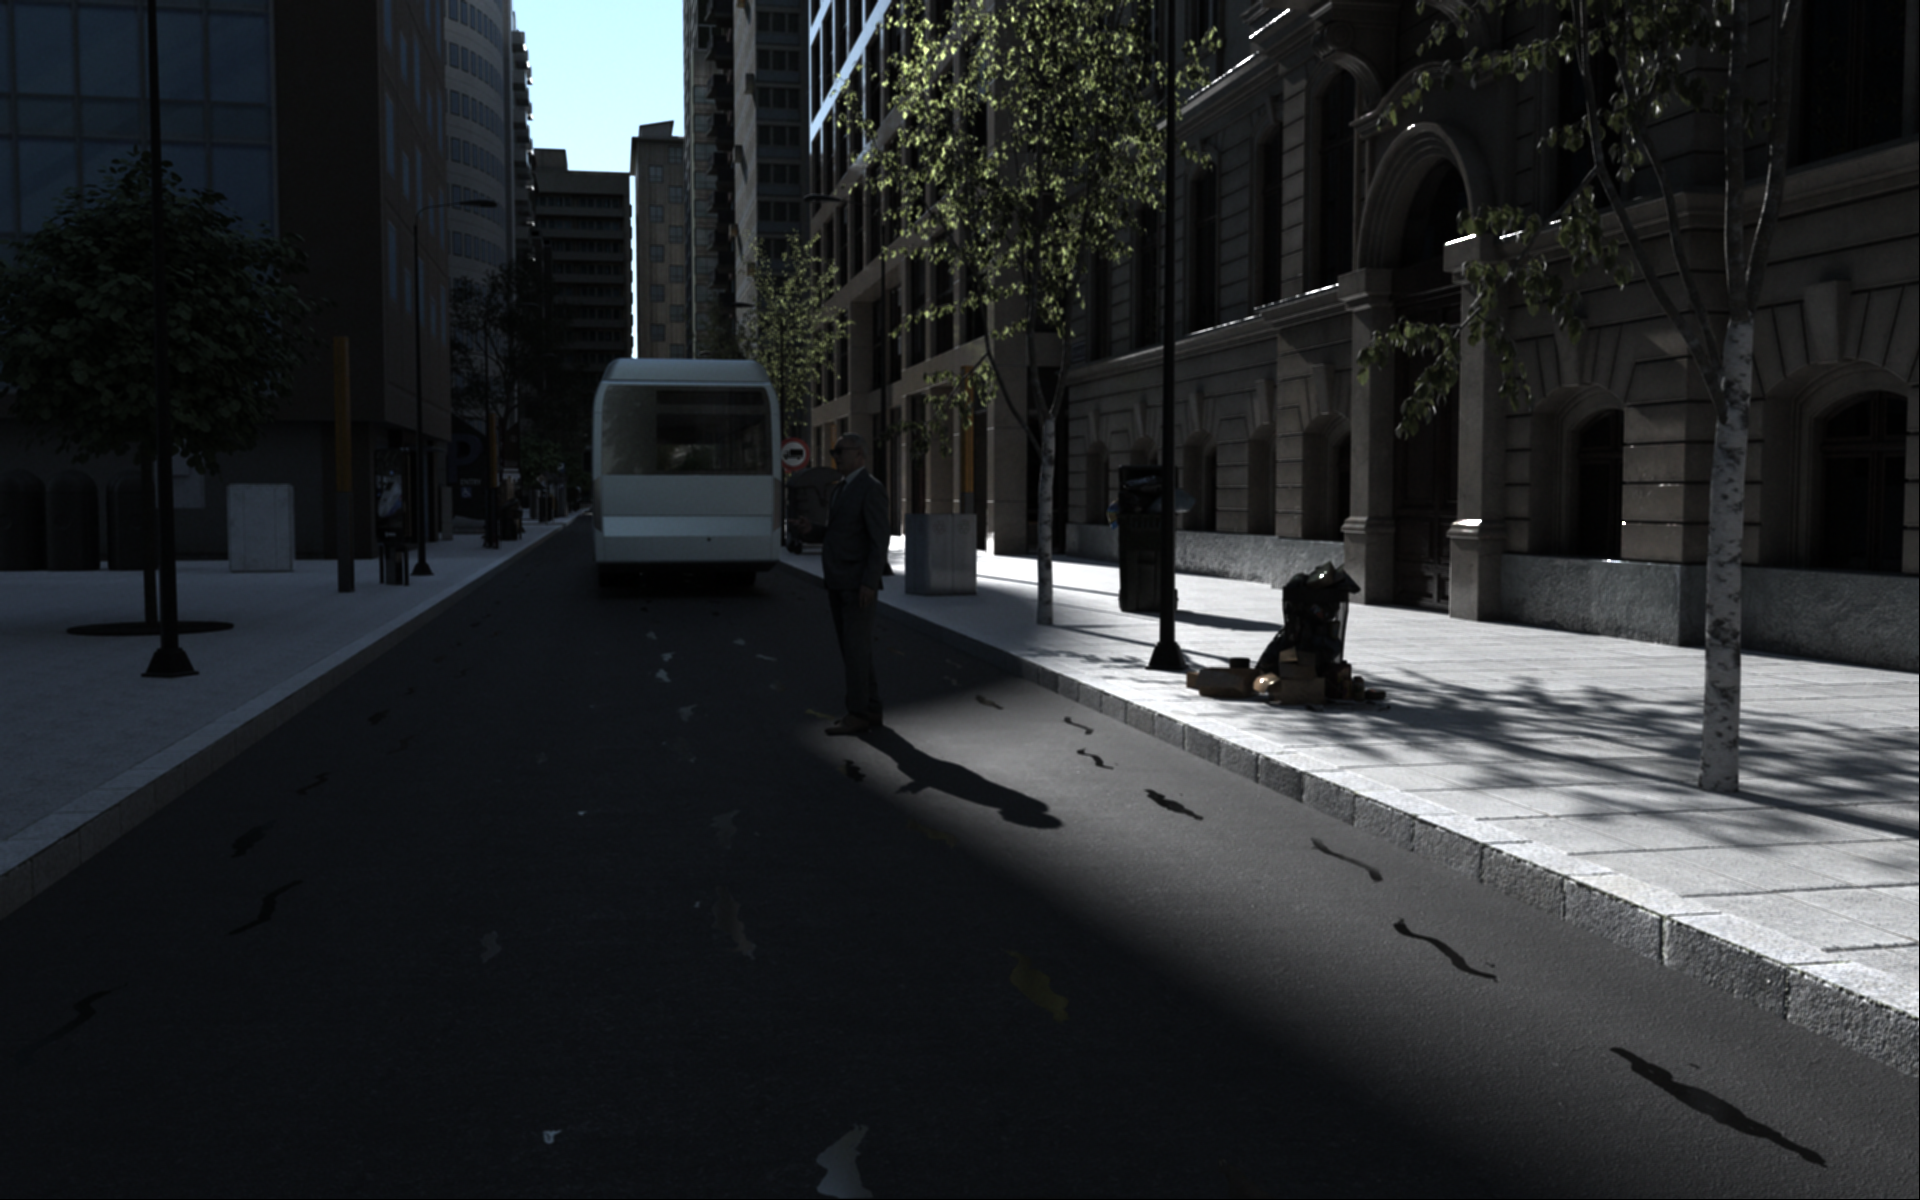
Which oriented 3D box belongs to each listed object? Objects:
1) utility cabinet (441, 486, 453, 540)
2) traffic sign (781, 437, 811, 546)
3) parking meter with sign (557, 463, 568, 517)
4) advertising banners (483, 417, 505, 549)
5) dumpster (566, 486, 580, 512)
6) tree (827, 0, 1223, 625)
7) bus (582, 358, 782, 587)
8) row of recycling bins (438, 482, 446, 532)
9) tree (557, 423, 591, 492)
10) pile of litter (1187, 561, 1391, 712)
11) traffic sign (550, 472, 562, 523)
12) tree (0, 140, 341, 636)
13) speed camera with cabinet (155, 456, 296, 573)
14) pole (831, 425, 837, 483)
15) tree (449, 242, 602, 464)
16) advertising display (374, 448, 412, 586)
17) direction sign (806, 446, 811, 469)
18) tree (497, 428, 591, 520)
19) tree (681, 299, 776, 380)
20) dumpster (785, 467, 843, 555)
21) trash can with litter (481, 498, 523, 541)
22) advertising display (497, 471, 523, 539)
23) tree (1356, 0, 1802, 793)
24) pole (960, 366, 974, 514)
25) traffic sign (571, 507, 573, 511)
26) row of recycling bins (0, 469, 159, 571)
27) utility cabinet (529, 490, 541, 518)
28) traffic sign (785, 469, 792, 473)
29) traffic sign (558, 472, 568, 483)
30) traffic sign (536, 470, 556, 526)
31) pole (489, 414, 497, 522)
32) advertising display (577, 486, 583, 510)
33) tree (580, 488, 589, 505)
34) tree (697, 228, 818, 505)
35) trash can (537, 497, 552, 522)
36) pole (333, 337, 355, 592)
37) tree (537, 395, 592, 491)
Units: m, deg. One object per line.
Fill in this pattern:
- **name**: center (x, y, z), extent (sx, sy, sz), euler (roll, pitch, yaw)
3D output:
- **utility cabinet**: center (-14.350, -2.434, 48.474), extent (0.318, 1.500, 1.173), euler (-1, 4, -17)
- **traffic sign**: center (-3.701, -2.349, 38.512), extent (0.768, 2.556, 0.104), euler (-1, 4, -9)
- **parking meter with sign**: center (-22.151, -6.128, 96.451), extent (0.543, 3.016, 1.738), euler (0, 4, -6)
- **advertising banners**: center (-10.904, -2.713, 40.541), extent (0.090, 3.025, 2.074), euler (-2, 4, -28)
- **dumpster**: center (-28.750, -7.634, 127.305), extent (1.502, 2.255, 1.985), euler (-1, 4, -11)
- **tree**: center (0.782, -4.079, 17.051), extent (4.360, 8.622, 3.978), euler (0, 3, 0)
- **bus**: center (-5.081, -2.154, 30.079), extent (2.948, 3.499, 13.247), euler (-1, 4, -12)
- **row of recycling bins**: center (-18.940, -3.134, 58.355), extent (3.534, 1.692, 1.069), euler (0, 4, 7)
- **tree**: center (-36.729, -13.118, 164.840), extent (4.737, 8.622, 4.395), euler (0, 3, 0)
- **pile of litter**: center (2.062, 0.182, 10.982), extent (1.176, 0.858, 1.719), euler (0, 4, -5)
- **traffic sign**: center (-18.335, -4.550, 78.033), extent (0.795, 2.450, 0.064), euler (-1, 4, -11)
- **tree**: center (-7.559, -1.990, 16.258), extent (4.285, 4.588, 4.351), euler (0, 3, 0)
- **speed camera with cabinet**: center (-12.004, -2.078, 28.311), extent (2.038, 3.252, 0.660), euler (-1, 4, -16)
- **pole**: center (-3.712, -3.497, 51.021), extent (0.158, 3.312, 0.155), euler (0, 3, 0)
- **tree**: center (-16.468, -7.891, 63.433), extent (7.601, 10.594, 8.767), euler (-1, 4, -21)
- **advertising display**: center (-8.021, -1.179, 24.496), extent (0.123, 1.923, 0.974), euler (-3, 5, -41)
- **direction sign**: center (-7.101, -5.524, 82.308), extent (0.379, 3.537, 0.876), euler (1, 4, 20)
- **tree**: center (-21.390, -6.280, 86.383), extent (4.285, 4.588, 4.351), euler (0, 3, 0)
- **tree**: center (-8.703, -7.000, 64.819), extent (4.737, 8.622, 4.395), euler (0, 3, 0)
- **dumpster**: center (-3.064, -1.932, 37.350), extent (1.264, 1.857, 1.865), euler (-1, 4, -11)
- **trash can with litter**: center (-12.596, -2.217, 47.628), extent (1.055, 1.170, 0.624), euler (-3, 5, -42)
- **advertising display**: center (-12.811, -2.665, 48.787), extent (0.974, 1.923, 0.123), euler (-3, 4, -36)
- **tree**: center (3.196, -3.493, 7.469), extent (4.360, 8.622, 3.978), euler (0, 3, 0)
- **pole**: center (0.113, -2.066, 27.628), extent (0.158, 3.312, 0.155), euler (0, 3, 0)
- **traffic sign**: center (-29.358, -8.003, 130.951), extent (0.768, 2.556, 0.104), euler (-1, 4, -10)
- **row of recycling bins**: center (-15.342, -1.349, 29.170), extent (3.534, 1.692, 1.069), euler (0, 4, -4)
- **utility cabinet**: center (-22.403, -5.062, 91.447), extent (0.318, 1.500, 1.173), euler (-2, 4, -33)
- **traffic sign**: center (-4.646, -2.684, 43.883), extent (0.884, 2.594, 0.081), euler (-1, 4, -10)
- **traffic sign**: center (-23.216, -6.162, 100.853), extent (0.768, 2.556, 0.104), euler (0, 4, -2)
- **traffic sign**: center (-16.764, -4.071, 70.204), extent (0.795, 2.450, 0.064), euler (-1, 4, -11)
- **pole**: center (-11.858, -3.066, 43.973), extent (0.158, 3.312, 0.155), euler (0, 3, 0)
- **advertising display**: center (-30.826, -8.221, 139.630), extent (0.974, 1.923, 0.123), euler (2, 4, 28)
- **tree**: center (-45.816, -13.172, 209.962), extent (1.663, 3.219, 1.824), euler (0, 3, 0)
- **tree**: center (-4.873, -5.919, 47.133), extent (4.360, 8.622, 3.978), euler (0, 3, 0)
- **trash can**: center (-19.312, -4.223, 80.703), extent (0.748, 1.137, 0.748), euler (0, 3, 0)
- **pole**: center (-8.029, -1.757, 22.567), extent (0.158, 3.312, 0.155), euler (0, 3, 0)
- **tree**: center (-26.678, -10.242, 117.822), extent (4.360, 8.622, 3.978), euler (0, 3, 0)
